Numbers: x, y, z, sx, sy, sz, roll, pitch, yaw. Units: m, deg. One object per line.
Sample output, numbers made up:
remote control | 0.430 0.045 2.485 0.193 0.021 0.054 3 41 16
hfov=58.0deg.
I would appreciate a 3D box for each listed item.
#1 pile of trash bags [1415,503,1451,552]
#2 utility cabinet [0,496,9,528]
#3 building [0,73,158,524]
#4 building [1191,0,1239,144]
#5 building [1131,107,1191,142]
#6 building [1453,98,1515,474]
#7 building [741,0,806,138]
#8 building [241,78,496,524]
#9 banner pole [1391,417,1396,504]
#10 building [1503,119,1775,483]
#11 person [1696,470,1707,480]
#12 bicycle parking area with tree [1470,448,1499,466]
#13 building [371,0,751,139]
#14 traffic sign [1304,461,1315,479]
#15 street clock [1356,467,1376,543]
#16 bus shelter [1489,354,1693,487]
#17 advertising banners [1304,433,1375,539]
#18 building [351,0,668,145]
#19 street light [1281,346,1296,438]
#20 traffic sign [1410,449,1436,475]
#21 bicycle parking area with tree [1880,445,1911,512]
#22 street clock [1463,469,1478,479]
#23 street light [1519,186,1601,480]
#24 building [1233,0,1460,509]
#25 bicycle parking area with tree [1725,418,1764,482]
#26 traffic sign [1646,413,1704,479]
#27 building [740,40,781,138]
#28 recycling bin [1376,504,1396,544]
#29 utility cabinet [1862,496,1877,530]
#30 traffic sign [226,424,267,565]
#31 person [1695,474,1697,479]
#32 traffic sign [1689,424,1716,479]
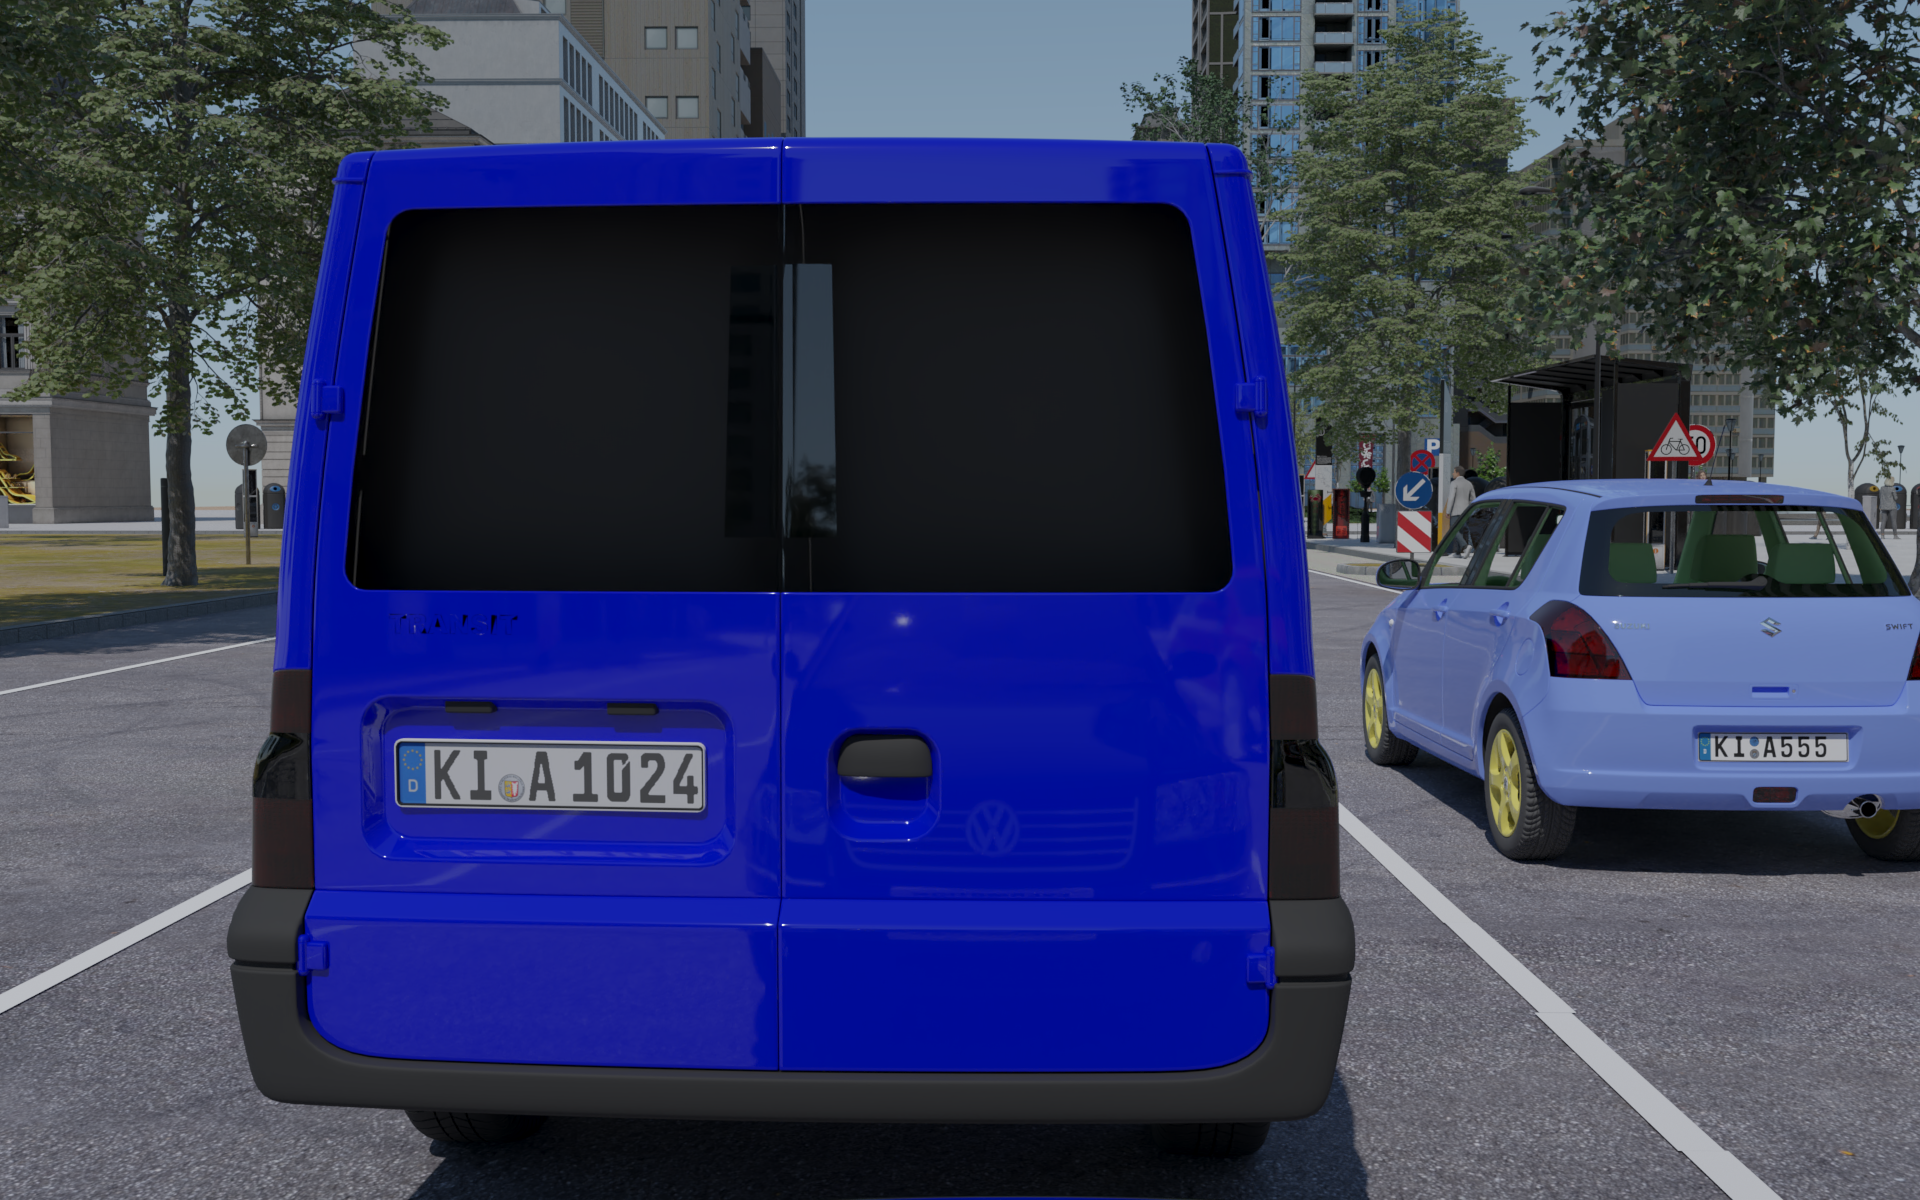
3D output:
pile of trash bags | 11.256 -1.727 37.987 1.912 1.369 3.447 -2 4 -26
utility cabinet | -36.000 -3.259 64.449 0.306 1.237 1.020 2 4 34
building | -58.433 -13.897 78.131 40.483 20.767 10.553 0 4 1
building | 34.350 -45.927 189.155 20.563 71.187 20.611 0 4 1
building | 37.426 -40.051 244.079 27.495 52.752 28.713 0 4 1
building | 52.053 -33.188 192.736 14.200 45.320 14.600 0 4 1
building | -28.139 -46.055 191.258 20.611 71.187 20.563 0 4 1
building | -25.077 -13.317 82.354 10.561 19.102 19.286 0 4 1
banner pole | 12.780 -3.730 51.009 0.401 3.779 0.863 1 4 19
building | 71.041 -30.134 184.574 23.993 40.220 32.217 0 4 1
person | 16.794 -2.029 39.234 0.555 1.821 0.388 -1 4 -16
bicycle parking area with tree | 34.528 -7.377 107.614 8.231 4.147 9.016 1 4 20
building | -32.995 -34.330 150.531 28.713 52.752 27.495 0 4 1
traffic sign | 12.655 -3.761 61.501 0.884 2.594 0.081 0 4 6
street clock | 10.748 -2.528 45.907 0.471 2.002 0.358 -1 4 -13
bus shelter | 11.568 -2.505 32.235 1.731 3.624 6.357 0 4 1
advertising banners | 10.863 -3.258 49.448 2.074 3.025 0.090 0 4 -3
building | -26.201 -20.126 106.555 11.434 29.767 29.804 0 4 1
street light | 9.741 -4.939 53.297 1.470 5.913 1.316 0 4 1
traffic sign | 13.165 -3.018 49.444 0.768 2.556 0.104 1 4 8
bicycle parking area with tree | 56.143 -6.872 99.367 9.016 4.147 8.231 -1 4 -11
street clock | 14.881 -2.820 50.674 0.471 2.002 0.358 0 4 -8
street light | 9.135 -3.289 26.308 1.470 5.913 1.316 0 4 1
building | 34.064 -51.951 162.071 22.319 86.520 31.000 0 4 1
bicycle parking area with tree | 26.670 -4.846 66.228 8.231 4.147 9.016 2 4 24
traffic sign | 11.459 -1.701 27.820 0.884 2.594 0.081 0 4 5
building | -25.384 -31.901 171.689 14.600 45.320 14.200 0 4 1
recycling bin | 11.259 -1.994 45.152 0.722 1.027 0.722 0 4 8
utility cabinet | 32.305 -3.079 61.507 0.306 1.237 1.020 3 4 38
traffic sign | -12.943 -1.916 31.429 0.768 2.556 0.104 0 4 3
person | 18.810 -2.323 44.361 0.601 1.785 0.444 0 4 -5
traffic sign | 13.354 -1.925 31.578 0.768 2.556 0.104 0 4 3
